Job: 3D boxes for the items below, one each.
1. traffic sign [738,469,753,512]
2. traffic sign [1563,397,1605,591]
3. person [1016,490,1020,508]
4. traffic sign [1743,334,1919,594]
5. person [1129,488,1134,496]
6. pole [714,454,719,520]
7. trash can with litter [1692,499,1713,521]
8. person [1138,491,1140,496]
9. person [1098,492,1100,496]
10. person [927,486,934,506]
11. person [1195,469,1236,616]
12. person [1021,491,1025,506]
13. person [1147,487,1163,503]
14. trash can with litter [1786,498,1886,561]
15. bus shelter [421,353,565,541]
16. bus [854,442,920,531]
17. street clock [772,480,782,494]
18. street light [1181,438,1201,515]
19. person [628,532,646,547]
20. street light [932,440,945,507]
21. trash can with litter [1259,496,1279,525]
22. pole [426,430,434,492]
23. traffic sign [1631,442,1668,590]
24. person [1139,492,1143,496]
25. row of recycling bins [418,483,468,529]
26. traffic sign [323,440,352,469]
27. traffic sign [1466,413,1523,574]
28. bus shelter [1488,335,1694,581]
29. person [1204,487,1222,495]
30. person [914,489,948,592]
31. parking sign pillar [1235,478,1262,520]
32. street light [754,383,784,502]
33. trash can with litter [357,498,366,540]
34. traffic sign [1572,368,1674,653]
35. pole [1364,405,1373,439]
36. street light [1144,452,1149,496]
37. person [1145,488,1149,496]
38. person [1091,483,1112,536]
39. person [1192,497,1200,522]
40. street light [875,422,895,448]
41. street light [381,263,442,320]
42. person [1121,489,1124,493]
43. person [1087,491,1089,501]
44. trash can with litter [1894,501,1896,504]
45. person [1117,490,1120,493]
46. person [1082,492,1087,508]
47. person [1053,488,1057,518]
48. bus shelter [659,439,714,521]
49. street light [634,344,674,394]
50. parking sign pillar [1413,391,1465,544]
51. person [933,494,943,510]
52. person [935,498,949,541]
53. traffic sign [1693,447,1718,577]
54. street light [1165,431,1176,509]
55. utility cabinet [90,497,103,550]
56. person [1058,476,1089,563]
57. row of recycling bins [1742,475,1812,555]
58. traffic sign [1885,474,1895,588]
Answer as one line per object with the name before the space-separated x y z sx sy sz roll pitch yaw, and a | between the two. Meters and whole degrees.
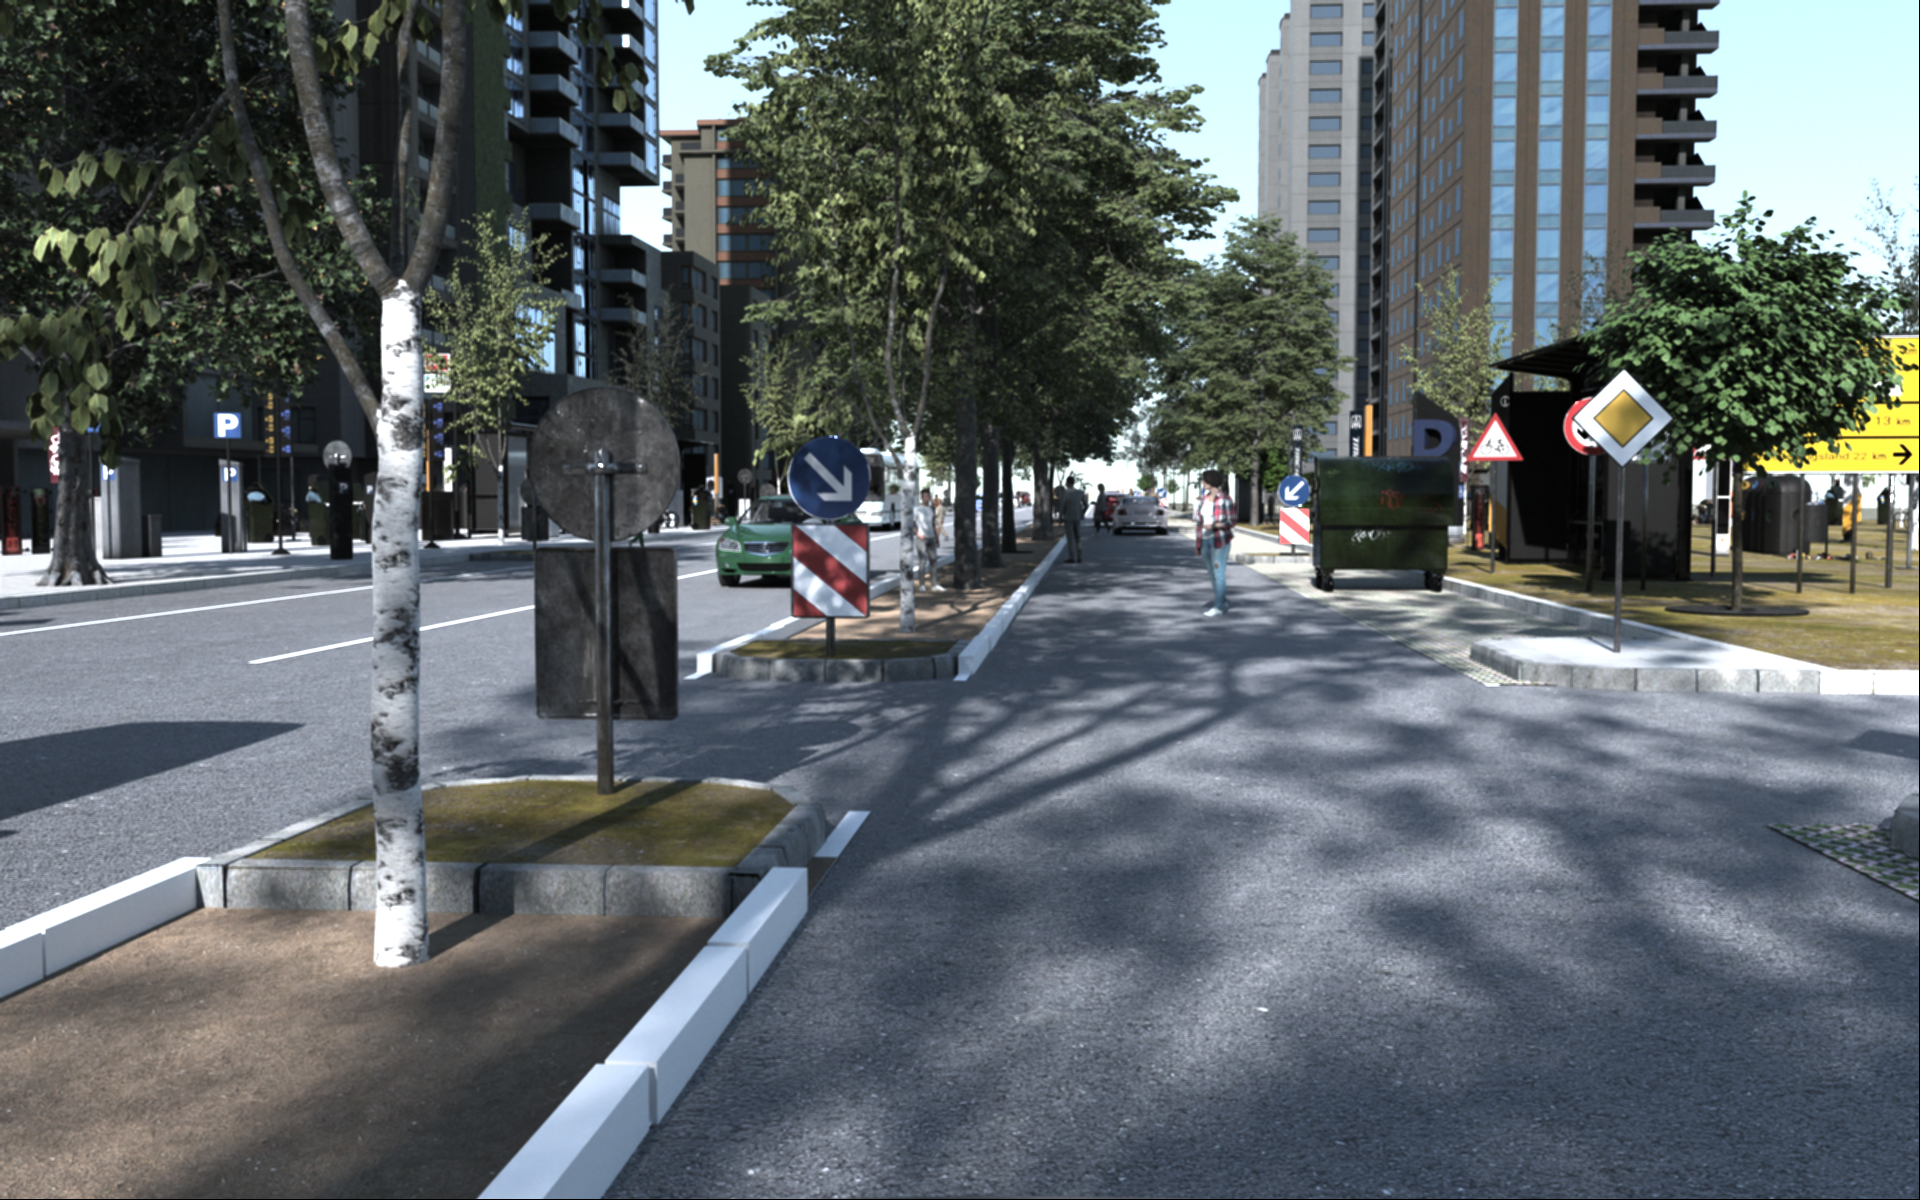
traffic sign | -10.717 -5.272 86.303 0.768 2.556 0.104 1 4 9
traffic sign | 8.306 -1.387 22.784 0.768 2.556 0.104 0 4 6
person | 6.108 -10.653 182.689 0.705 1.822 1.348 0 4 2
traffic sign | 11.184 -1.737 22.271 2.265 3.308 0.079 1 4 9
person | 11.196 -6.432 113.759 0.705 1.812 1.348 -1 4 -17
pole | -12.250 -5.705 87.117 0.158 3.312 0.155 0 3 0
trash can with litter | 35.576 -4.384 83.066 1.055 1.170 0.624 0 4 2
person | 21.225 -12.028 205.021 0.709 1.838 0.599 1 4 21
person | 15.735 -11.246 193.158 1.217 1.735 0.721 -3 5 -41
person | -1.522 -4.653 84.775 0.606 1.804 0.583 1 4 18
person | 3.039 -0.680 20.457 0.643 1.720 0.563 -2 4 -34
person | 7.232 -11.741 200.993 0.721 1.766 1.217 1 4 15
person | 10.225 -5.109 92.035 1.348 1.823 0.705 2 4 31
trash can with litter | 17.199 -1.402 33.979 2.233 1.210 1.678 0 4 6
bus shelter | -13.930 -4.538 51.824 2.179 5.291 8.768 0 4 5
bus | -3.635 -4.617 70.354 2.948 3.499 13.247 0 4 5
street clock | -9.183 -5.048 87.103 0.471 2.002 0.358 -1 4 -17
street light | 14.437 -8.285 107.995 1.470 5.913 1.316 0 4 5
person | -8.459 -2.001 45.467 0.590 1.304 0.306 -3 4 -37
street light | -1.809 -10.845 149.857 1.470 5.913 1.316 0 4 5
trash can with litter | 13.002 -3.801 73.210 1.678 1.210 2.233 1 4 15
pole | -16.787 -3.732 54.860 0.158 3.312 0.155 0 3 0
traffic sign | 9.110 -1.279 23.037 0.606 2.300 0.079 1 4 9
person | 8.482 -4.272 80.941 0.523 1.515 0.503 2 4 31
row of recycling bins | -18.569 -3.472 63.876 3.534 1.692 1.069 -3 4 -37
traffic sign | -14.750 -2.502 41.014 0.768 2.556 0.104 1 4 13
traffic sign | 8.590 -1.704 27.869 0.884 2.594 0.081 1 4 11
bus shelter | 10.247 -2.278 28.527 1.731 3.624 6.357 0 4 4
person | 6.507 -2.176 44.177 0.679 1.850 0.850 2 4 32
person | -0.475 -0.875 25.394 0.523 1.515 0.503 2 4 25
parking sign pillar | 14.065 -5.866 84.375 1.447 3.967 1.447 -1 4 -23
street light | -8.089 -6.137 72.886 1.470 5.913 1.316 0 4 5
trash can with litter | -16.050 -2.224 47.744 1.055 1.170 0.624 -1 4 -20
traffic sign | 5.313 -0.631 13.951 0.795 2.450 0.064 0 4 5
pole | 9.362 -2.811 39.798 0.158 3.312 0.155 0 3 0
street light | 21.063 -13.279 189.646 1.470 5.913 1.316 0 4 5
person | 11.278 -5.838 104.042 0.705 1.812 1.348 0 4 -2
person | 4.840 -3.083 59.082 0.728 1.800 0.709 0 4 7
person | 11.982 -4.609 88.142 0.394 1.301 0.425 3 4 38
street light | -4.873 -8.484 111.261 1.470 5.913 1.316 0 4 5
street light | -11.106 -3.819 34.980 1.470 5.913 1.316 0 4 5
person | 9.765 -5.800 103.882 0.990 1.755 0.434 1 4 20
person | 17.859 -14.332 242.925 0.705 1.812 1.348 0 4 -6
trash can with litter | 45.523 -4.496 84.903 0.624 1.170 1.055 2 4 30
person | 11.609 -7.228 127.461 1.217 1.735 0.721 2 4 31
person | 11.062 -8.854 154.180 0.541 1.710 0.530 1 4 19
person | 5.698 -5.927 105.494 1.348 1.812 0.705 0 3 0
bus shelter | -12.408 -5.226 76.728 1.731 3.624 6.357 0 4 5
street light | -9.579 -4.978 53.931 1.470 5.913 1.316 0 4 5
parking sign pillar | 12.412 -3.457 44.998 1.447 3.967 1.447 3 5 39
person | -1.379 -5.440 100.696 1.065 1.426 0.557 -2 4 -33
person | -0.612 -2.440 52.659 0.640 1.303 0.475 2 4 24
traffic sign | 11.698 -1.641 26.836 0.884 2.594 0.081 1 4 14
street light | 15.898 -9.454 127.110 1.470 5.913 1.316 0 4 5
utility cabinet | -19.656 -1.781 40.273 1.020 1.237 0.306 -3 4 -39
person | 2.359 -1.689 36.219 0.635 1.810 0.391 -2 4 -32
row of recycling bins | 17.884 -1.894 38.078 1.069 1.692 3.534 1 4 12
traffic sign | 12.702 -1.438 23.620 0.768 2.556 0.104 1 4 8
